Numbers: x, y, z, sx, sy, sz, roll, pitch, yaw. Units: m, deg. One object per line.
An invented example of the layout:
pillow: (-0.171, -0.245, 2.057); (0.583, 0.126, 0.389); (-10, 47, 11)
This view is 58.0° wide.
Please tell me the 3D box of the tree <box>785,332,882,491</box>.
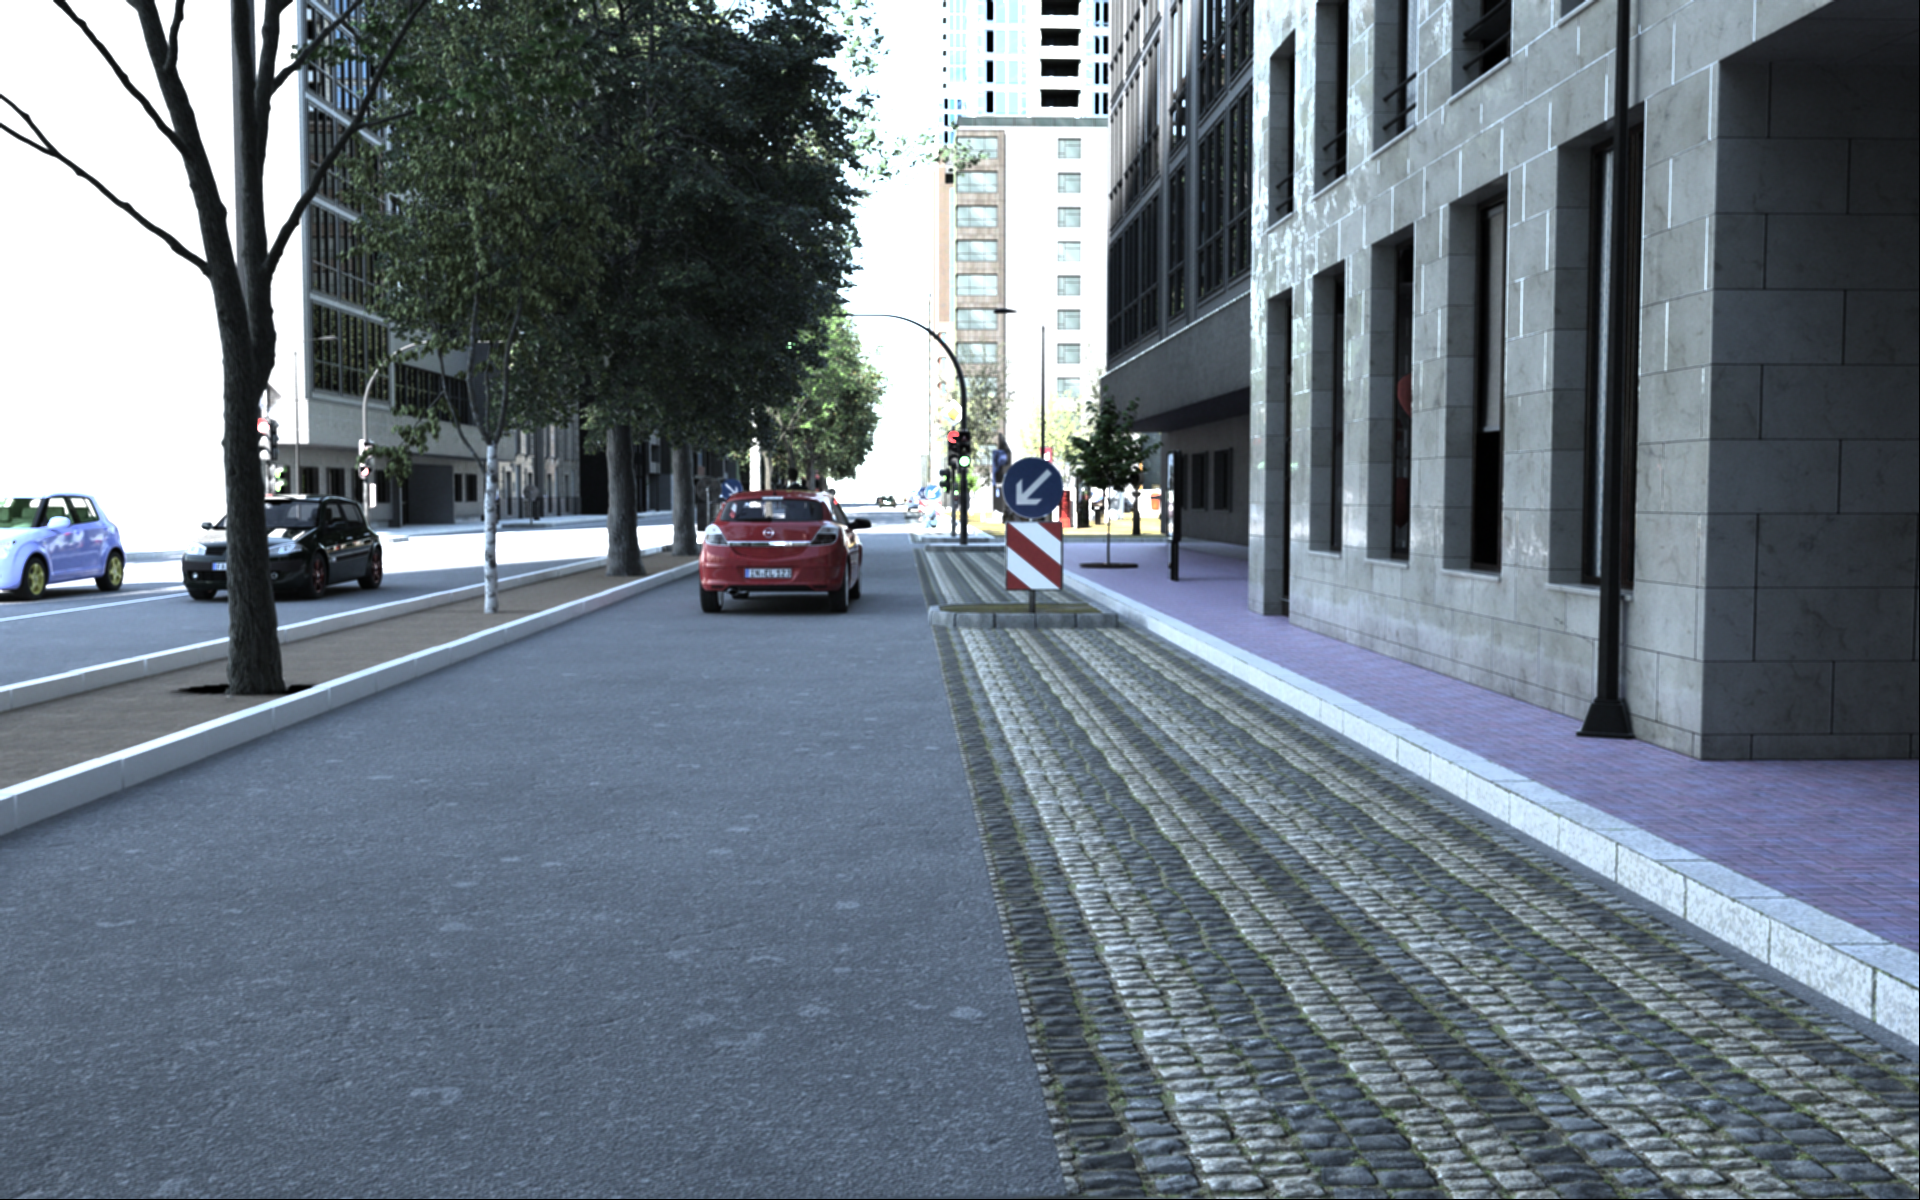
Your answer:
tree: (-8.294, -10.863, 98.188); (7.486, 12.596, 7.792); (0, 3, 0)

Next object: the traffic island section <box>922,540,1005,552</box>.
traffic island section: (0.111, -1.329, 44.005); (2.009, 0.180, 2.903); (0, 4, -2)

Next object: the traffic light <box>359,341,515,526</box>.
traffic light: (-15.474, -4.690, 51.351); (4.771, 5.953, 1.251); (0, 4, -2)

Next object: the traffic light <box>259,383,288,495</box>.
traffic light: (-17.279, -3.324, 43.262); (0.839, 4.253, 0.868); (0, 4, -2)

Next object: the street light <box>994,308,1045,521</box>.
street light: (1.542, -4.340, 43.494); (1.470, 5.913, 1.316); (0, 4, -2)

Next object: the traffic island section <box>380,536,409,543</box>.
traffic island section: (-17.602, -1.780, 51.376); (2.009, 0.180, 2.903); (0, 4, -2)

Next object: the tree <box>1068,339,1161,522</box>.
tree: (6.758, -7.833, 78.436); (4.360, 8.622, 3.978); (0, 3, 0)

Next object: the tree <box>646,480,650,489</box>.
tree: (-23.298, -7.947, 124.537); (1.663, 3.219, 1.824); (0, 3, 0)

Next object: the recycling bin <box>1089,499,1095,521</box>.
recycling bin: (6.146, -4.320, 83.188); (0.722, 1.027, 0.722); (1, 4, 13)

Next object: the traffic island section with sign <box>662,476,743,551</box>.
traffic island section with sign: (-6.454, -2.194, 44.013); (2.006, 1.907, 1.989); (0, 4, -2)

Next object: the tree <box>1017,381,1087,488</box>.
tree: (5.484, -10.012, 114.052); (4.737, 8.622, 4.395); (0, 3, 0)

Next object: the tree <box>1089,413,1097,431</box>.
tree: (7.670, -10.395, 120.328); (4.737, 8.622, 4.395); (0, 3, 0)

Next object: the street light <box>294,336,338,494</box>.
street light: (-18.998, -4.804, 51.083); (1.470, 5.913, 1.316); (0, 4, -2)

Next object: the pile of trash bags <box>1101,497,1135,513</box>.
pile of trash bags: (9.638, -6.513, 116.236); (3.447, 1.369, 1.912); (-1, 4, -10)

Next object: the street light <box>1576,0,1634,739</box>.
street light: (2.907, -2.232, 9.037); (1.470, 5.913, 1.316); (0, 4, -2)

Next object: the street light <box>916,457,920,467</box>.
street light: (-4.095, -14.107, 203.190); (1.470, 5.913, 1.316); (0, 4, -2)

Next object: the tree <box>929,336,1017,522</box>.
tree: (0.859, -7.915, 79.773); (4.360, 8.622, 3.978); (0, 3, 0)

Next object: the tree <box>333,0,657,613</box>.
tree: (-5.664, -4.154, 20.738); (4.737, 8.622, 4.395); (0, 3, 0)

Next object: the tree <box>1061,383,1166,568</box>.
tree: (2.565, -2.194, 30.476); (1.663, 3.219, 1.824); (0, 3, 0)

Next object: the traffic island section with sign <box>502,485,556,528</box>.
traffic island section with sign: (-18.407, -4.006, 74.124); (1.989, 1.847, 2.006); (0, 4, -2)

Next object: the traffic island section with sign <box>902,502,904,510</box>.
traffic island section with sign: (-2.226, -5.628, 100.641); (1.989, 1.847, 2.006); (0, 4, -2)

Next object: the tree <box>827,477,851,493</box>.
tree: (-9.507, -10.539, 125.128); (4.360, 8.622, 3.978); (0, 3, 0)

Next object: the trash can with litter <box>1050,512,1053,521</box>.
trash can with litter: (3.587, -3.409, 67.120); (1.055, 1.170, 0.624); (0, 4, -3)

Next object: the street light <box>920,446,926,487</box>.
street light: (-2.898, -12.012, 168.932); (1.470, 5.913, 1.316); (0, 4, -2)

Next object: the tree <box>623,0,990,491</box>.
tree: (-5.721, -12.197, 57.767); (12.611, 20.169, 13.585); (0, 3, 0)

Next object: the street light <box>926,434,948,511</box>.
street light: (-1.678, -9.907, 134.519); (1.470, 5.913, 1.316); (0, 4, -2)

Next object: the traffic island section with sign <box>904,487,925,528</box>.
traffic island section with sign: (-1.268, -3.980, 73.703); (1.989, 1.847, 2.006); (0, 4, -2)

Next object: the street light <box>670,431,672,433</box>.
street light: (-21.760, -9.483, 127.590); (1.470, 5.913, 1.316); (0, 4, -2)

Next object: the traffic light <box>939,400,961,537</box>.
traffic light: (-0.212, -3.850, 51.870); (0.839, 4.253, 0.868); (0, 4, -2)

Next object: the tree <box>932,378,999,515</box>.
tree: (0.496, -9.620, 107.651); (4.737, 8.622, 4.395); (0, 3, 0)

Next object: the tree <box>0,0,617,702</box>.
tree: (-5.177, -5.138, 12.226); (9.928, 11.665, 9.643); (0, 3, 0)

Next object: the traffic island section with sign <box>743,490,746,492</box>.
traffic island section with sign: (-22.107, -10.378, 178.312); (1.989, 1.847, 2.006); (0, 4, -2)

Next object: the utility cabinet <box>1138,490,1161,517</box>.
utility cabinet: (10.242, -5.237, 94.311); (0.318, 1.500, 1.173); (-3, 5, -41)

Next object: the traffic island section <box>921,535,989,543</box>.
traffic island section: (-0.171, -1.817, 51.985); (2.009, 0.180, 2.903); (0, 4, -2)

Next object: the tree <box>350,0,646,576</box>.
tree: (-5.847, -7.382, 29.808); (9.857, 13.997, 8.962); (0, 3, 0)

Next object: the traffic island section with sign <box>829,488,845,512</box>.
traffic island section with sign: (-9.374, -7.240, 126.507); (2.006, 1.907, 1.989); (0, 4, -2)

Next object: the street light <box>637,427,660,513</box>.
street light: (-21.468, -8.949, 118.855); (1.470, 5.913, 1.316); (0, 4, -2)

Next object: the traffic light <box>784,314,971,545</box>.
traffic light: (-2.017, -4.221, 43.675); (4.771, 5.953, 1.251); (0, 4, -2)

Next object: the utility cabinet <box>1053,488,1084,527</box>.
utility cabinet: (4.113, -3.494, 65.799); (1.173, 1.500, 0.318); (0, 4, 2)

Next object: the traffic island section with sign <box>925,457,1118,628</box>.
traffic island section with sign: (0.650, -0.653, 19.304); (1.989, 1.847, 2.006); (0, 4, -2)

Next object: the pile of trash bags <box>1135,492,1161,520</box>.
pile of trash bags: (10.934, -4.810, 88.389); (3.447, 1.369, 1.912); (-3, 5, -42)

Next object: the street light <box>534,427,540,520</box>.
street light: (-20.263, -6.876, 84.968); (1.470, 5.913, 1.316); (0, 4, -2)

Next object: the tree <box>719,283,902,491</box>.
tree: (-7.803, -10.404, 89.563); (9.611, 12.733, 9.660); (0, 3, 0)

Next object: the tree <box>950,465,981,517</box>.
tree: (0.116, -6.417, 99.525); (1.663, 3.219, 1.824); (0, 3, 0)

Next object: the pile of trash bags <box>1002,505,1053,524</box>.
pile of trash bags: (3.536, -3.901, 73.539); (3.447, 1.369, 1.912); (0, 4, -6)

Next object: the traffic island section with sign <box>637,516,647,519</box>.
traffic island section with sign: (-19.371, -5.662, 101.205); (1.989, 1.847, 2.006); (0, 4, -2)
